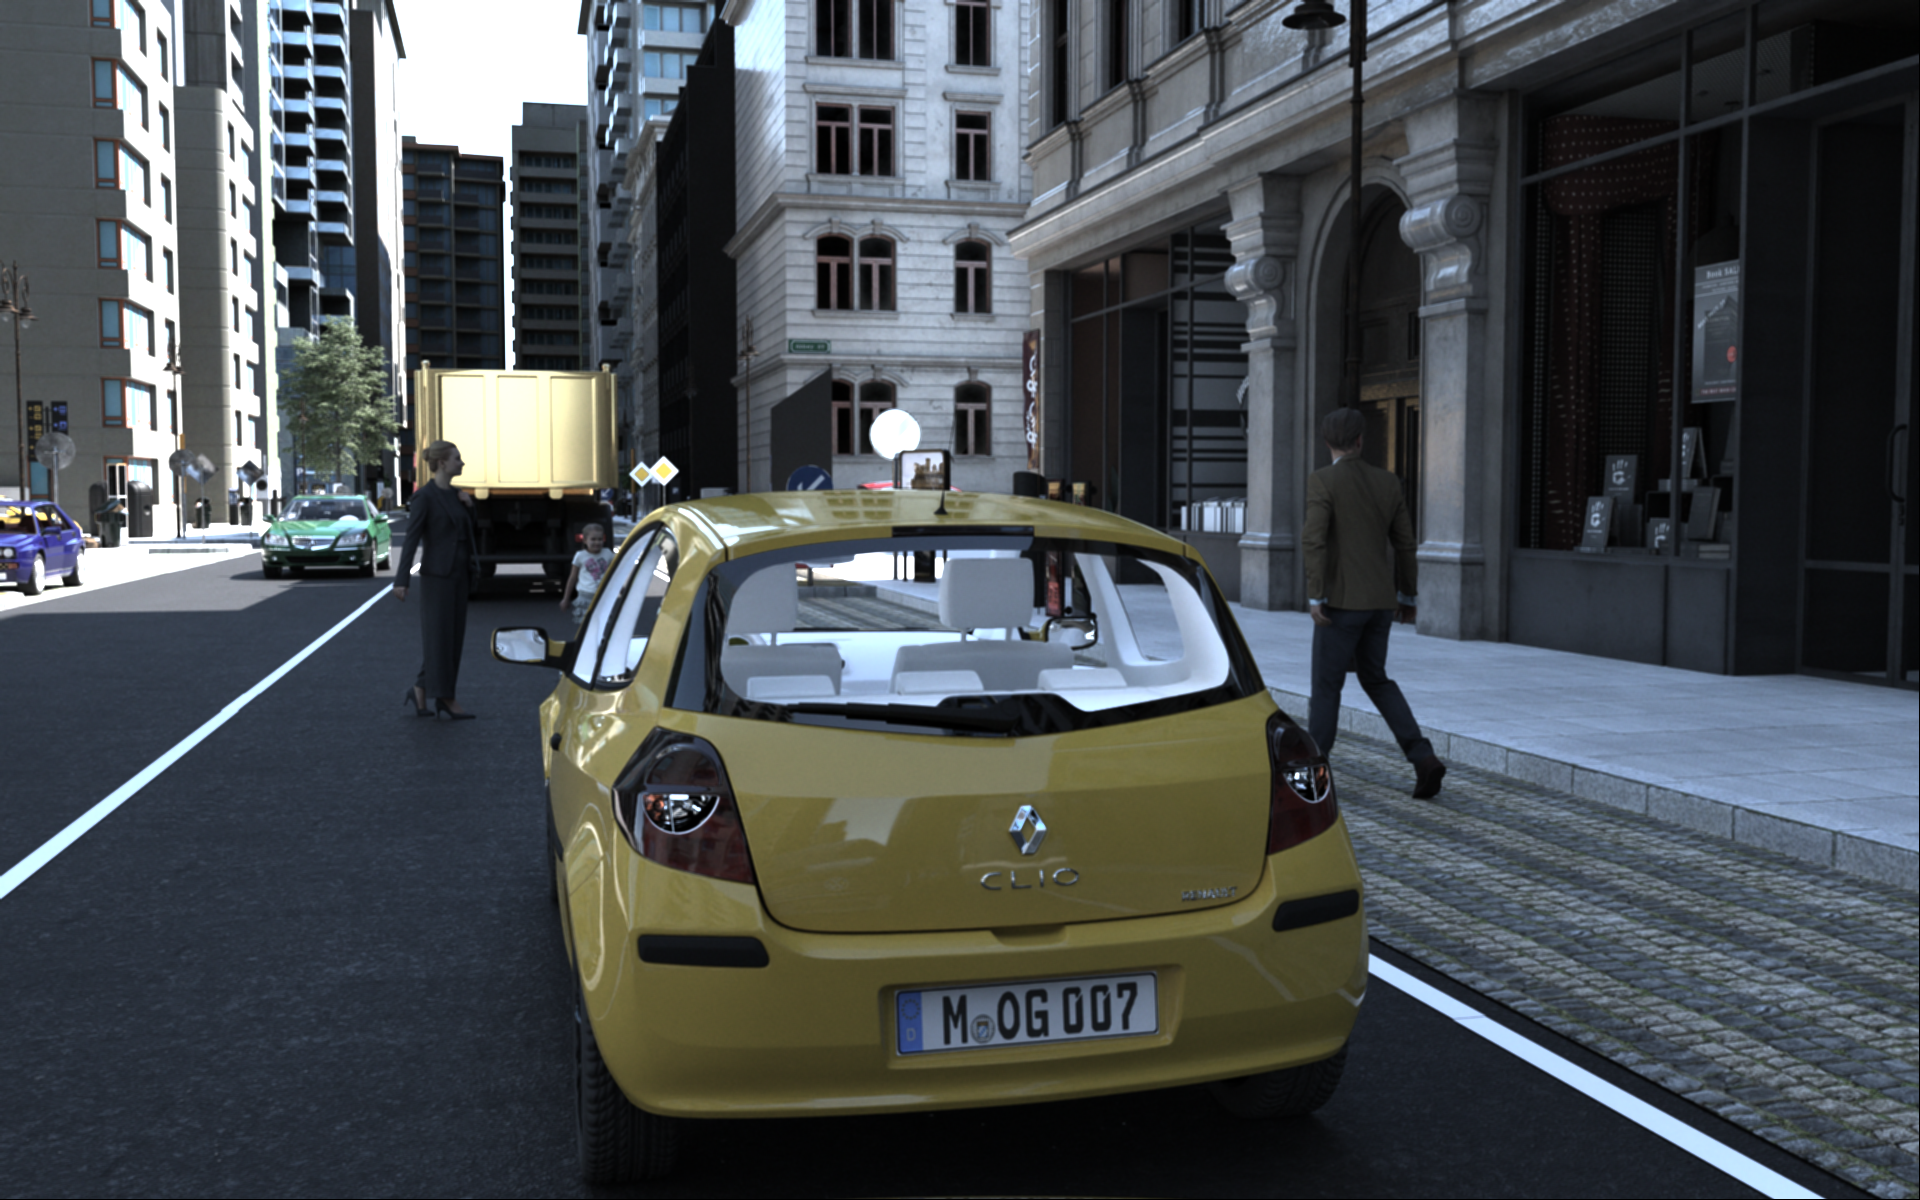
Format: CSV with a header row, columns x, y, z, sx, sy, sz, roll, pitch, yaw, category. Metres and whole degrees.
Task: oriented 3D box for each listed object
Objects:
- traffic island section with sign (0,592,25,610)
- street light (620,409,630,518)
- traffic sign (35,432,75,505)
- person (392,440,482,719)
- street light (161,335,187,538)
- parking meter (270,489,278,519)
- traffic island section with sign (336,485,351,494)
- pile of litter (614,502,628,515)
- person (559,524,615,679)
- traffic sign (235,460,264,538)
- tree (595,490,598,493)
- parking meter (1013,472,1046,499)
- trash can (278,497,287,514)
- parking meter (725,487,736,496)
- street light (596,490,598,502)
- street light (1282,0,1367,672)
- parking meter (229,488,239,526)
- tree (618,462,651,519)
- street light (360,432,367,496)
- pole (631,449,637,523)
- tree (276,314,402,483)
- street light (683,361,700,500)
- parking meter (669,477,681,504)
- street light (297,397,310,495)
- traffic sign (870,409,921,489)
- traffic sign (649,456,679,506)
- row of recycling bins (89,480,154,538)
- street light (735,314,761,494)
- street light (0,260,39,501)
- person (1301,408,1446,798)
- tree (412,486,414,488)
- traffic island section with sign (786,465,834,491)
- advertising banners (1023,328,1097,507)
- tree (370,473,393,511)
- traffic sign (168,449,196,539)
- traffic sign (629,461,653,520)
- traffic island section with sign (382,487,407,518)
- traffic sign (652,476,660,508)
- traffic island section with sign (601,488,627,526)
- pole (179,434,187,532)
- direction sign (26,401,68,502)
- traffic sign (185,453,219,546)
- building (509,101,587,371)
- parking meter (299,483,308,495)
x,y,z,sx,sy,sz,roll,pitch,yaw,category
-12.899,-0.792,21.582,1.989,1.847,2.006,-1,4,-14,traffic island section with sign
-17.884,-7.327,92.578,0.468,5.910,1.993,-1,4,-14,street light
-18.601,-2.173,35.634,0.768,2.556,0.104,-1,4,-13,traffic sign
-3.350,-0.130,11.050,0.534,1.772,0.576,0,4,-2,person
-22.819,-4.748,50.417,0.468,5.910,1.993,-1,4,-14,street light
-35.848,-5.020,90.486,0.372,1.533,0.369,0,3,0,parking meter
-26.810,-4.088,75.461,1.989,1.847,2.006,-1,4,-14,traffic island section with sign
-20.622,-5.564,104.930,1.719,0.858,1.176,1,4,18,pile of litter
-2.751,0.028,13.063,0.505,1.210,0.382,-3,4,-36,person
-20.659,-2.861,50.416,0.795,2.450,0.064,-1,4,-14,traffic sign
-29.166,-8.713,137.052,1.663,3.219,1.824,0,3,0,tree
0.789,-0.691,19.708,0.372,1.533,0.369,0,3,0,parking meter
-36.116,-4.915,92.006,0.748,1.137,0.748,0,3,0,trash can
-7.883,-3.118,59.398,0.372,1.533,0.369,0,3,0,parking meter
-26.297,-9.328,125.304,0.468,5.910,1.993,-1,4,-14,street light
2.821,-2.421,12.368,0.468,5.910,1.993,-1,4,-14,street light
-29.370,-3.771,70.062,0.372,1.533,0.369,0,3,0,parking meter
-16.987,-5.873,90.628,1.663,3.219,1.824,0,3,0,tree
-39.525,-8.697,114.989,0.468,5.910,1.993,-1,4,-14,street light
-14.638,-5.128,77.685,0.158,3.312,0.155,0,3,0,pole
-39.266,-11.691,109.268,7.486,12.596,7.792,0,3,0,tree
-9.307,-5.340,60.096,0.468,5.910,1.993,-1,4,-14,street light
-9.891,-3.327,60.104,0.399,1.863,0.255,-1,4,-13,parking meter
-31.234,-6.706,82.430,0.468,5.910,1.993,-1,4,-14,street light
-0.966,-1.579,25.918,0.768,2.556,0.104,0,4,-7,traffic sign
-7.768,-2.558,45.467,0.795,2.450,0.064,-1,4,-14,traffic sign
-24.994,-2.714,51.494,1.069,1.692,3.534,-3,5,-43,row of recycling bins
-5.465,-4.399,44.717,0.468,5.910,1.993,-1,4,-14,street light
-18.657,-3.766,34.366,0.468,5.910,1.993,-1,4,-14,street light
1.895,0.016,8.146,0.836,1.842,0.656,2,4,31,person
-57.336,-11.612,184.463,1.663,3.219,1.824,0,3,0,tree
-2.351,-0.978,24.613,1.989,1.847,2.006,-1,4,-14,traffic island section with sign
0.995,-1.326,17.874,0.090,3.025,2.074,-1,4,-17,advertising banners
-45.277,-8.621,135.553,1.663,3.219,1.824,0,3,0,tree
-22.124,-3.010,49.313,0.768,2.556,0.104,-1,4,-9,traffic sign
-9.766,-3.031,53.199,0.795,2.450,0.064,-1,4,-14,traffic sign
-33.687,-5.716,102.089,1.989,1.847,2.006,-1,4,-14,traffic island section with sign
-11.948,-4.079,68.821,0.606,2.300,0.079,-1,4,-13,traffic sign
-15.907,-4.188,77.101,1.989,1.847,2.006,-1,4,-14,traffic island section with sign
-26.251,-3.955,58.513,0.158,3.312,0.155,0,3,0,pole
-22.189,-3.070,42.191,0.876,3.537,0.379,-2,4,-25,direction sign
-18.661,-2.388,42.684,0.795,2.450,0.064,-1,4,-14,traffic sign
-45.661,-36.420,219.167,21.600,48.544,21.300,-1,4,-14,building
-33.741,-5.098,89.062,0.255,1.863,0.399,2,4,26,parking meter
